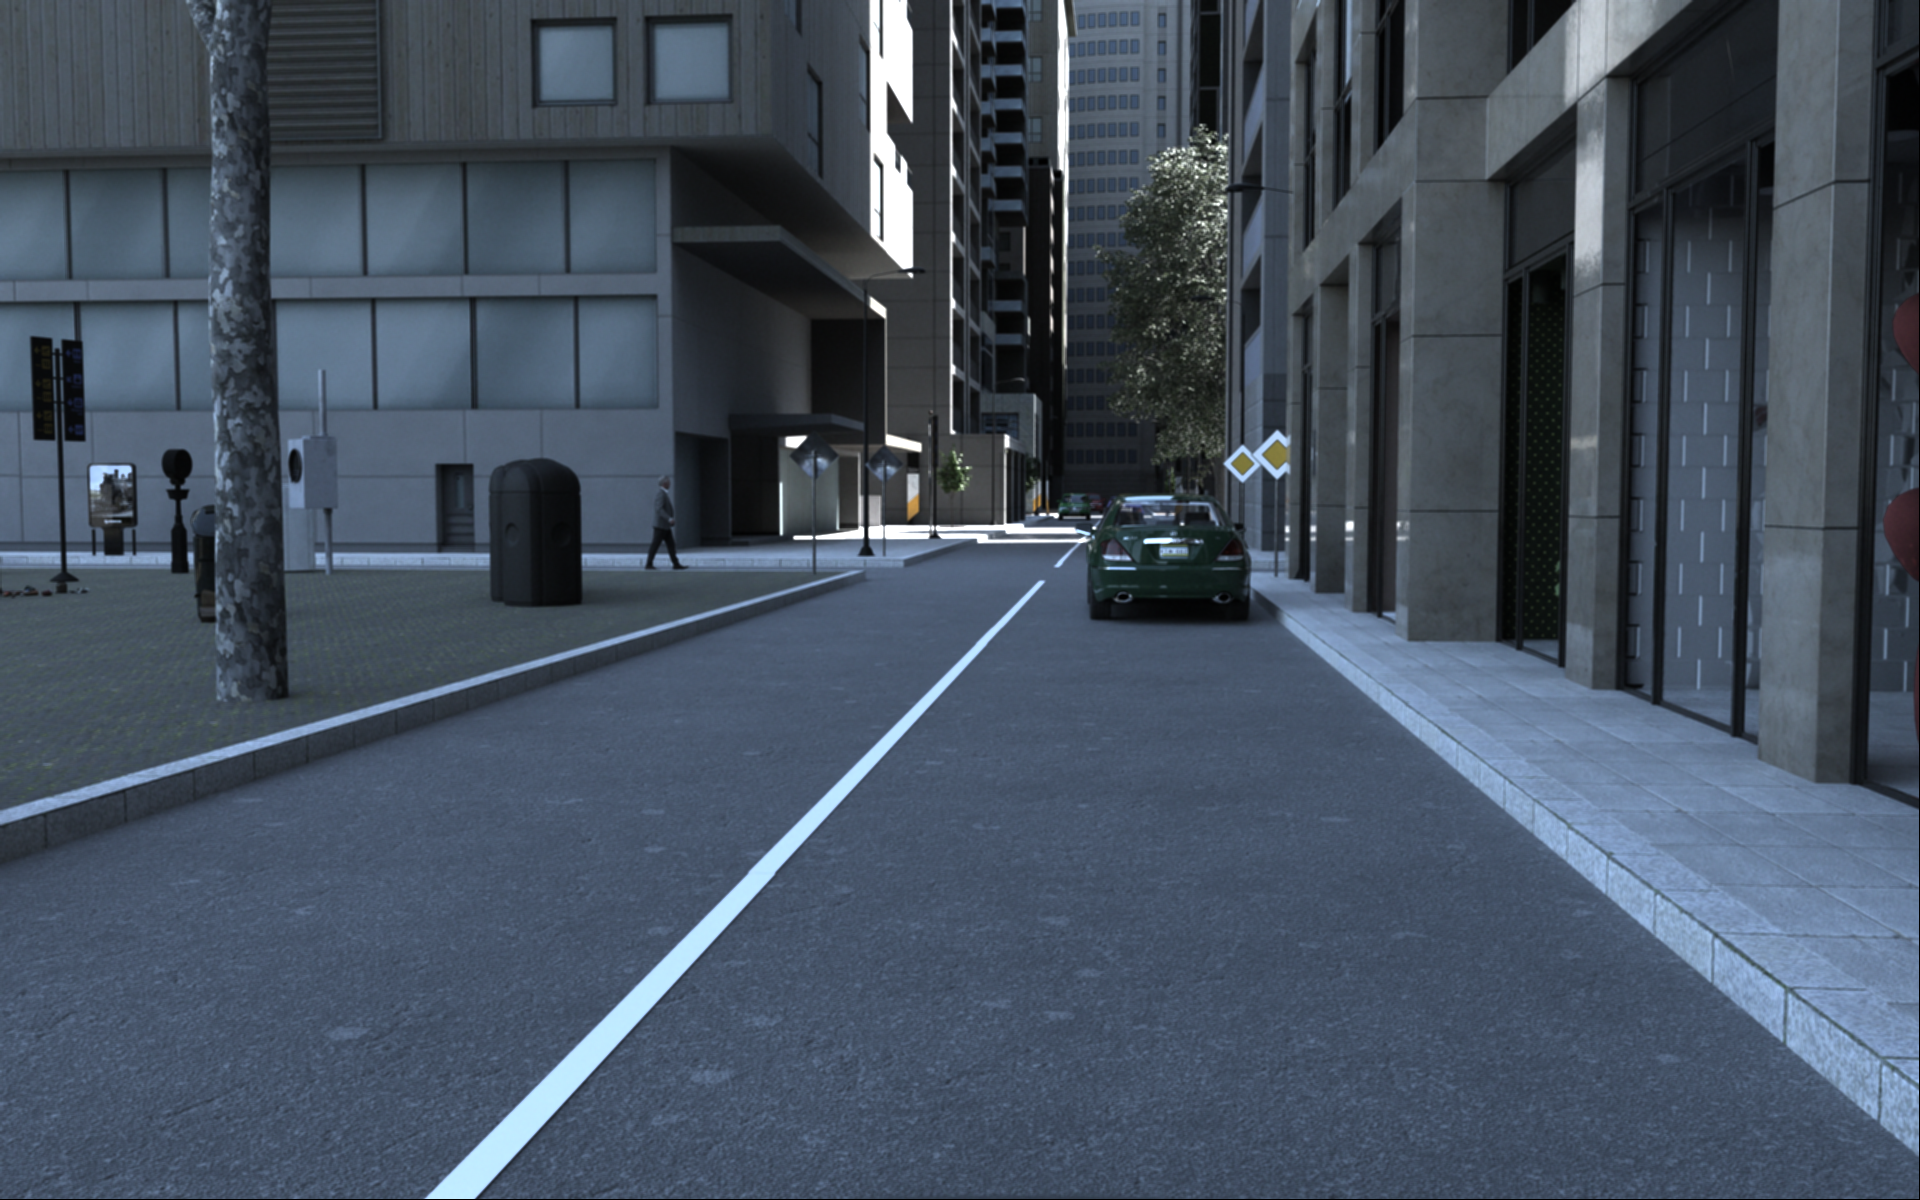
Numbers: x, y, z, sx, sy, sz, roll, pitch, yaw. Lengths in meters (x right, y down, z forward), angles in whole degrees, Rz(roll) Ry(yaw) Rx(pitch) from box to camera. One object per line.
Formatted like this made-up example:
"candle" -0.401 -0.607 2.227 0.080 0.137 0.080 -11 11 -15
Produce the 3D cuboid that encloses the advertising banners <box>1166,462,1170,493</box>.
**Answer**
"advertising banners" 11.587 -6.140 96.583 0.090 3.025 2.074 0 4 2

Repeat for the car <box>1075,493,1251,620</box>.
"car" 2.473 -0.571 21.142 2.131 1.459 4.920 0 4 4

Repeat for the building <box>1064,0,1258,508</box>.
"building" 19.234 -40.400 202.536 28.212 58.520 21.231 0 4 5

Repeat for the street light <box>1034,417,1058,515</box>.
"street light" 5.164 -8.038 103.970 1.470 5.913 1.316 0 4 5

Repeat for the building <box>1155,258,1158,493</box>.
"building" 25.969 -23.959 163.426 14.160 30.474 14.107 0 4 5

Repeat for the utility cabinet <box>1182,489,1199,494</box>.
"utility cabinet" 10.982 -4.595 83.801 1.173 1.500 0.318 -1 4 -20

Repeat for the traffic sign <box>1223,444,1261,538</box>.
"traffic sign" 5.658 -1.902 34.733 0.795 2.450 0.064 0 4 5

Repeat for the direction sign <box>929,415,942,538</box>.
"direction sign" -0.723 -3.563 50.259 0.379 3.537 0.876 -1 4 -9

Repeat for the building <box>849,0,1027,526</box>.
"building" -7.361 -39.220 79.505 20.563 71.187 20.611 0 4 5

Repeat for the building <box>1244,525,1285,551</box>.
"building" 21.125 -30.471 40.205 28.212 58.520 21.231 0 4 5

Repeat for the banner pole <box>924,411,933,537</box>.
"banner pole" -0.897 -3.787 51.938 0.401 3.779 0.863 0 4 3

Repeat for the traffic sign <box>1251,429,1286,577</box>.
"traffic sign" 4.894 -1.415 26.784 0.795 2.450 0.064 0 4 5

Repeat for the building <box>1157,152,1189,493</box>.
"building" 24.472 -23.049 148.557 14.160 30.474 14.107 0 4 5

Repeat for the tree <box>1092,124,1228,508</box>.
"tree" 9.140 -9.377 59.964 9.857 13.997 8.962 0 3 0

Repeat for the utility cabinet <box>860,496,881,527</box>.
"utility cabinet" -3.603 -3.433 67.285 1.020 1.237 0.306 0 4 1

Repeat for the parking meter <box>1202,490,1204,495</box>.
"parking meter" 13.248 -5.312 95.257 0.372 1.533 0.369 0 3 0

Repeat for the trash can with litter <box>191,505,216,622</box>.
"trash can with litter" -7.530 -0.389 17.742 0.624 1.170 1.055 -2 4 -24

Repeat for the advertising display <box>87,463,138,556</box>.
"advertising display" -17.665 -1.890 36.114 0.974 1.923 0.123 0 4 1

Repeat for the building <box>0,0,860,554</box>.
"building" -15.979 -28.105 48.753 28.713 52.752 27.495 0 4 5

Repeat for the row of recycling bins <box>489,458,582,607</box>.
"row of recycling bins" -5.304 -0.869 21.326 1.069 1.692 3.534 -1 4 -18

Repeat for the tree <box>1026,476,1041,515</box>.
"tree" 3.841 -6.842 106.472 1.663 3.219 1.824 0 3 0

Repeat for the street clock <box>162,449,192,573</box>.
"street clock" -12.659 -1.436 28.052 0.358 2.002 0.471 1 4 10

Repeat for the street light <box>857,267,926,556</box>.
"street light" -1.404 -3.861 35.662 1.470 5.913 1.316 0 4 5

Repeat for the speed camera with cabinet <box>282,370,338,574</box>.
"speed camera with cabinet" -10.755 -2.065 28.097 0.660 3.252 2.038 -3 5 -40

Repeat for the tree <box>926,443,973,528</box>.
"tree" -0.246 -4.343 65.604 1.663 3.219 1.824 0 3 0

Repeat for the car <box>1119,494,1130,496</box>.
"car" 11.329 -6.541 117.169 2.015 1.641 3.980 0 4 6

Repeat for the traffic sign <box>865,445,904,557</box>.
"traffic sign" -1.552 -1.945 35.443 0.795 2.450 0.064 0 4 5

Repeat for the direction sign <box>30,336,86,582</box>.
"direction sign" -13.162 -2.040 25.344 0.379 3.537 0.876 1 4 21

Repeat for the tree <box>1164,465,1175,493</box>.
"tree" 13.875 -7.312 114.146 1.663 3.219 1.824 0 3 0

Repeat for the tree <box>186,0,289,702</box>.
"tree" -3.550 -9.515 11.465 12.611 20.169 13.585 0 3 0

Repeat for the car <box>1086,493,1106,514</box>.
"car" 9.679 -7.268 127.872 2.155 1.783 4.494 0 4 4

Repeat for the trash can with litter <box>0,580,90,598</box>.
"trash can with litter" -11.930 -0.658 21.822 1.678 1.210 2.233 2 4 32

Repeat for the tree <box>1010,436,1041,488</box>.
"tree" 2.806 -7.043 98.867 4.285 4.588 4.351 0 3 0

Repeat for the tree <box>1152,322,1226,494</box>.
"tree" 10.694 -7.335 70.285 4.360 8.622 3.978 0 3 0

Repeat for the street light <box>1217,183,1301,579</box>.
"street light" 4.668 -3.270 26.010 1.470 5.913 1.316 0 4 5

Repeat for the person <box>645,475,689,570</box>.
"person" -5.446 -1.425 32.191 0.834 1.777 0.661 -1 4 -15

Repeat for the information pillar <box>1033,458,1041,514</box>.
"information pillar" 4.828 -7.181 108.768 0.504 3.616 0.183 0 4 -3

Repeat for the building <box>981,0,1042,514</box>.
"building" -4.889 -49.679 124.925 22.319 86.520 31.000 0 4 5

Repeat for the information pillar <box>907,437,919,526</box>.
"information pillar" -1.920 -4.837 70.446 0.504 3.616 0.183 0 4 -2

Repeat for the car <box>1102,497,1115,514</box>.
"car" 7.157 -3.851 75.545 1.945 1.354 3.894 0 4 6

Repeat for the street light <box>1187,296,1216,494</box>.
"street light" 6.081 -4.165 40.635 1.470 5.913 1.316 0 4 5

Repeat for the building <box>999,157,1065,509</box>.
"building" 1.691 -23.053 148.621 14.160 30.474 14.107 0 4 5

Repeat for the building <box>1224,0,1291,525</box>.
"building" 24.666 -33.717 93.266 21.231 58.520 28.212 0 4 5

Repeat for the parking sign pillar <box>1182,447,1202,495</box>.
"parking sign pillar" 11.975 -6.181 89.533 1.447 3.967 1.447 -2 4 -26

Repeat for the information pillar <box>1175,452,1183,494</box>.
"information pillar" 10.411 -5.571 82.444 0.183 3.616 0.504 -2 4 -28

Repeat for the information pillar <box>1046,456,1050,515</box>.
"information pillar" 5.335 -6.983 105.528 0.183 3.616 0.504 0 4 -6

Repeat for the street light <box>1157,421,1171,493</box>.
"street light" 9.316 -6.254 74.793 1.470 5.913 1.316 0 4 5

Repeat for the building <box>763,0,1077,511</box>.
"building" -2.707 -35.641 171.966 27.495 52.752 28.713 0 4 5

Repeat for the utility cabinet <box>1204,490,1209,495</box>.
"utility cabinet" 13.829 -5.609 100.393 1.173 1.500 0.318 2 4 24

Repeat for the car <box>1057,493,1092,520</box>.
"car" 6.312 -5.299 95.430 1.959 1.807 4.718 0 4 4

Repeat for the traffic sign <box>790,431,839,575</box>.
"traffic sign" -2.315 -1.459 27.495 0.795 2.450 0.064 0 4 5

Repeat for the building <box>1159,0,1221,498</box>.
"building" 25.671 -42.296 129.793 20.563 71.187 20.611 0 4 5

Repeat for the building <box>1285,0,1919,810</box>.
"building" 12.960 -12.458 8.205 19.350 26.468 34.151 0 4 5

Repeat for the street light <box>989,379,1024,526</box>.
"street light" 1.884 -5.950 69.816 1.470 5.913 1.316 0 4 5

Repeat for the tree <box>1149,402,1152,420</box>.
"tree" 10.646 -7.899 79.516 4.360 8.622 3.978 0 3 0
